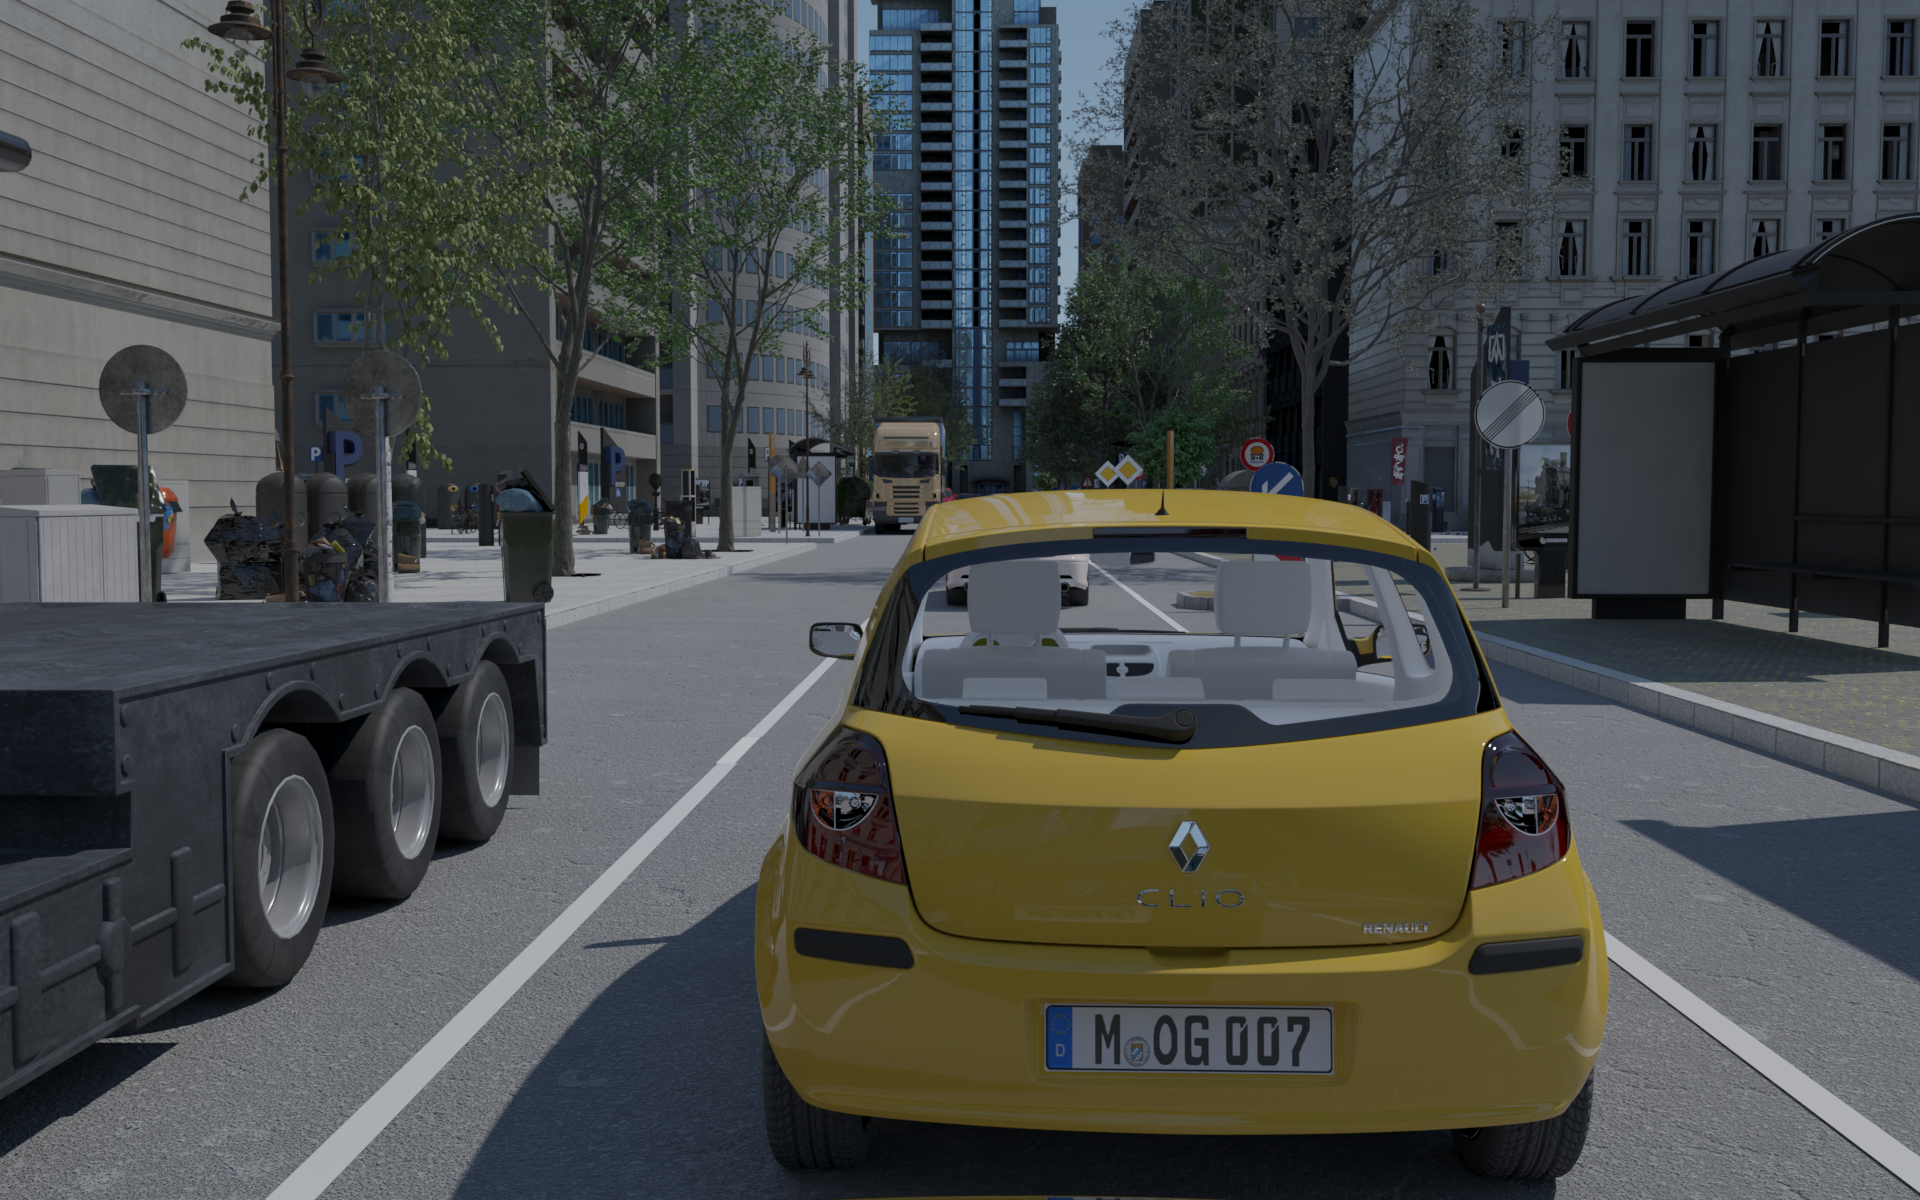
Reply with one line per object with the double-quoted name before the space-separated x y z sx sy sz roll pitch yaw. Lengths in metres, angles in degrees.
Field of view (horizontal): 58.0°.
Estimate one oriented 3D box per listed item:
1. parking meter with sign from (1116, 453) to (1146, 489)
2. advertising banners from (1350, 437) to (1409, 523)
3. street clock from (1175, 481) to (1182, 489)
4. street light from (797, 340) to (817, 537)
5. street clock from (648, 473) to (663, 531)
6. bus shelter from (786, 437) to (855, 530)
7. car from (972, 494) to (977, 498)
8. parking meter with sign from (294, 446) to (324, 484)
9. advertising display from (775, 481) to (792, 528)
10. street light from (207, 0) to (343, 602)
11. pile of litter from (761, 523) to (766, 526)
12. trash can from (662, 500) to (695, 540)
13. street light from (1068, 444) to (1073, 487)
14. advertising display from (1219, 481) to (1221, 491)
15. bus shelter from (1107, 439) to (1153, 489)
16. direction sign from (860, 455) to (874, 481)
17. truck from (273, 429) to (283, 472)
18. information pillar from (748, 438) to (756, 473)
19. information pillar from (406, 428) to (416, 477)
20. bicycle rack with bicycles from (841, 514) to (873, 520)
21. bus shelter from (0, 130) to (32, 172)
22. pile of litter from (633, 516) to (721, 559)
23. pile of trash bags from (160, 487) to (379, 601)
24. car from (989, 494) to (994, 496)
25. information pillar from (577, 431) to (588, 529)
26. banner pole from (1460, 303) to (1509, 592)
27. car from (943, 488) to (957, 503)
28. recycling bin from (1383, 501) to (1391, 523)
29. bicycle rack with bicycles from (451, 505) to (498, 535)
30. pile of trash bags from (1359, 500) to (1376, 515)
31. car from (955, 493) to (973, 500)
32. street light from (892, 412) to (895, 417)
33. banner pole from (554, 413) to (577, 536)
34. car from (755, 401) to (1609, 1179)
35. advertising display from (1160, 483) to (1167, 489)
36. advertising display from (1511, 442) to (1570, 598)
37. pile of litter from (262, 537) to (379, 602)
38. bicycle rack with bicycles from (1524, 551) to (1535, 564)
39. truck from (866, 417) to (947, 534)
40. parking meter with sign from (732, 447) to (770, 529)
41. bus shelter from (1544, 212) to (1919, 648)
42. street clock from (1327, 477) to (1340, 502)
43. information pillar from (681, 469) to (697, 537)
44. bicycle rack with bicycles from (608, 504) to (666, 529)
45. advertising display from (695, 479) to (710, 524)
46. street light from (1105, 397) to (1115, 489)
"parking meter with sign" 7.460 -4.684 72.849 1.738 3.016 0.543 3 4 37
"advertising banners" 12.870 -3.525 53.818 2.074 3.025 0.090 1 4 22
"street clock" 9.485 -4.321 75.211 0.471 2.002 0.358 -1 4 -20
"street light" -4.599 -4.855 52.162 0.468 5.910 1.993 0 4 1
"street clock" -10.623 -3.420 60.490 0.471 2.002 0.358 0 4 -1
"bus shelter" -5.124 -4.304 64.289 2.014 3.302 5.546 0 4 1
"car" 1.293 -10.518 183.978 2.014 1.417 4.499 0 4 1
"parking meter with sign" -23.805 -4.064 62.715 0.543 3.016 1.738 1 4 16
"advertising display" -6.794 -3.735 66.283 0.123 1.923 0.974 3 4 37
"street light" -5.487 -2.525 14.072 0.468 5.910 1.993 0 4 1
"pile of litter" -8.575 -3.444 70.272 1.176 0.858 1.719 -2 4 -32
"trash can" -6.573 -1.763 40.480 0.748 1.137 0.748 0 3 0
"street light" 8.079 -9.400 126.473 0.468 5.910 1.993 0 4 1
"advertising display" 13.515 -5.023 87.344 0.974 1.923 0.123 0 4 7
"bus shelter" 7.613 -5.251 77.137 1.731 3.624 6.357 0 4 1
"direction sign" -5.440 -6.707 101.657 0.876 3.537 0.379 1 4 19
"truck" -23.134 -3.200 48.240 9.791 3.379 3.469 0 4 0
"information pillar" -8.710 -4.962 72.482 0.183 3.616 0.504 2 4 26
"information pillar" -19.130 -4.222 60.381 0.183 3.616 0.504 1 4 17
"bicycle rack with bicycles" -5.174 -4.296 83.622 2.925 0.926 2.852 0 4 -6
"bus shelter" -6.583 -1.721 5.766 2.179 5.291 8.768 0 4 1
"pile of litter" -5.638 -1.255 34.489 1.719 0.858 1.176 2 4 26
"pile of trash bags" -8.891 -0.736 21.788 3.447 1.369 1.912 1 4 11
"car" 3.459 -9.787 170.240 2.015 1.641 3.980 0 4 1
"information pillar" -14.062 -4.477 64.560 0.183 3.616 0.504 2 4 26
"banner pole" 6.901 -1.995 22.632 0.401 3.779 0.863 -1 4 -15
"car" -1.275 -5.836 104.094 2.281 1.827 5.304 0 4 2
"recycling bin" 14.320 -2.850 59.145 0.722 1.027 0.722 1 4 11
"bicycle rack with bicycles" -15.302 -2.590 55.722 2.852 0.926 2.925 1 4 14
"pile of trash bags" 27.981 -6.891 122.414 3.447 1.369 1.912 2 4 25
"car" 0.346 -8.035 140.405 2.155 1.783 4.494 0 4 0
"street light" -3.711 -7.595 96.968 0.468 5.910 1.993 0 4 1
"banner pole" -12.146 -3.864 53.195 0.401 3.779 0.863 2 4 33
"car" 0.491 0.315 5.078 2.015 1.641 3.980 0 4 2
"advertising display" 10.178 -4.824 84.087 0.974 1.923 0.123 3 4 36
"advertising display" 7.287 -0.987 21.347 0.974 1.923 0.123 0 4 -8
"pile of litter" -6.589 -0.225 17.643 1.719 0.858 1.176 -2 4 -25
"bicycle rack with bicycles" 10.992 -1.142 32.048 2.925 0.926 2.852 1 4 16
"truck" -1.850 -4.662 65.142 2.839 4.237 11.283 0 4 0
"parking meter with sign" -7.761 -4.116 63.552 1.738 3.016 0.543 -2 4 -32
"bus shelter" 6.999 -1.302 15.207 2.014 3.302 5.546 0 4 1
"street clock" 15.688 -4.176 72.840 0.471 2.002 0.358 2 4 33
"information pillar" -8.074 -2.878 51.555 0.304 2.012 0.304 2 4 26
"bicycle rack with bicycles" -11.789 -3.117 64.352 2.925 0.926 2.852 3 4 37
"advertising display" -11.125 -4.188 73.687 0.974 1.923 0.123 -1 4 -15
"street light" 7.091 -6.695 82.251 0.468 5.910 1.993 0 4 1
